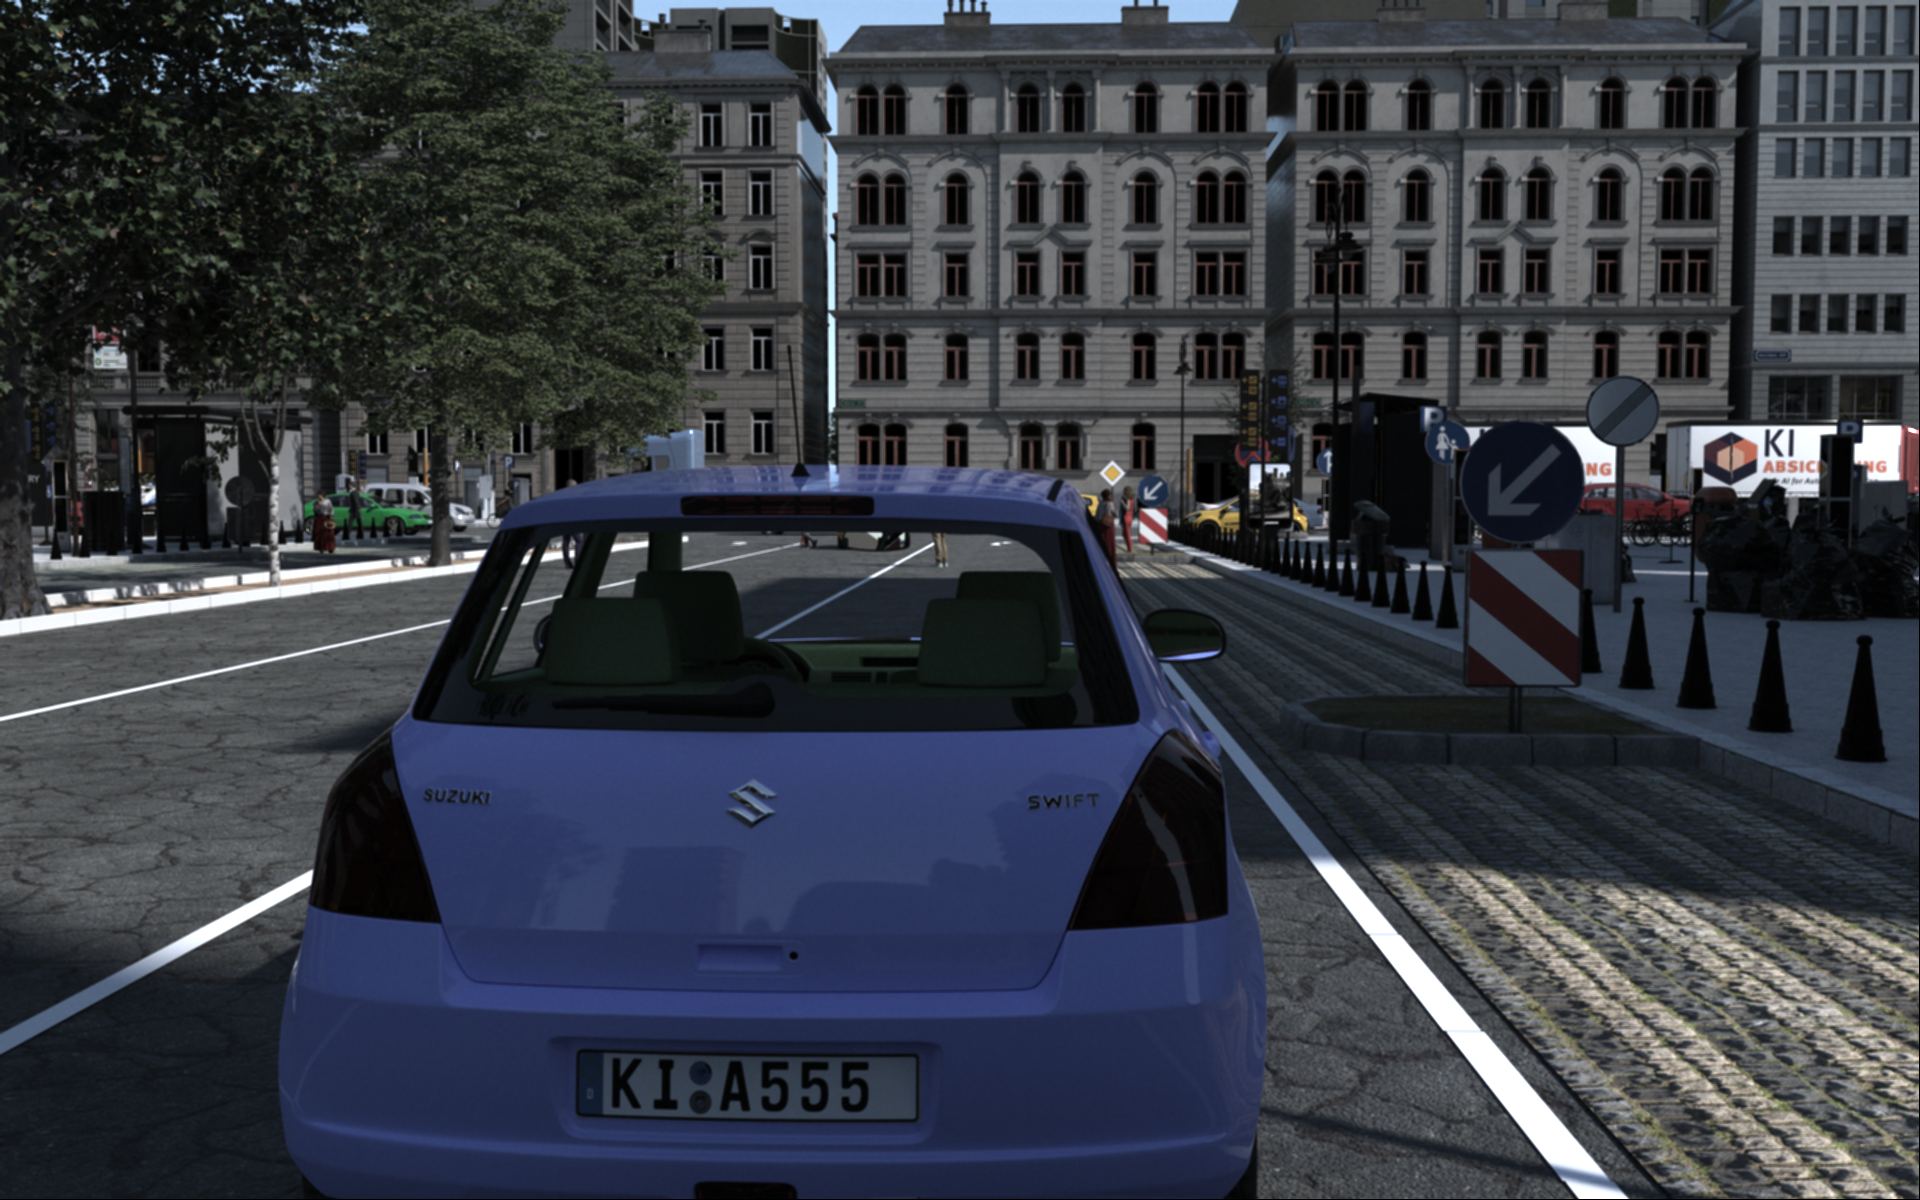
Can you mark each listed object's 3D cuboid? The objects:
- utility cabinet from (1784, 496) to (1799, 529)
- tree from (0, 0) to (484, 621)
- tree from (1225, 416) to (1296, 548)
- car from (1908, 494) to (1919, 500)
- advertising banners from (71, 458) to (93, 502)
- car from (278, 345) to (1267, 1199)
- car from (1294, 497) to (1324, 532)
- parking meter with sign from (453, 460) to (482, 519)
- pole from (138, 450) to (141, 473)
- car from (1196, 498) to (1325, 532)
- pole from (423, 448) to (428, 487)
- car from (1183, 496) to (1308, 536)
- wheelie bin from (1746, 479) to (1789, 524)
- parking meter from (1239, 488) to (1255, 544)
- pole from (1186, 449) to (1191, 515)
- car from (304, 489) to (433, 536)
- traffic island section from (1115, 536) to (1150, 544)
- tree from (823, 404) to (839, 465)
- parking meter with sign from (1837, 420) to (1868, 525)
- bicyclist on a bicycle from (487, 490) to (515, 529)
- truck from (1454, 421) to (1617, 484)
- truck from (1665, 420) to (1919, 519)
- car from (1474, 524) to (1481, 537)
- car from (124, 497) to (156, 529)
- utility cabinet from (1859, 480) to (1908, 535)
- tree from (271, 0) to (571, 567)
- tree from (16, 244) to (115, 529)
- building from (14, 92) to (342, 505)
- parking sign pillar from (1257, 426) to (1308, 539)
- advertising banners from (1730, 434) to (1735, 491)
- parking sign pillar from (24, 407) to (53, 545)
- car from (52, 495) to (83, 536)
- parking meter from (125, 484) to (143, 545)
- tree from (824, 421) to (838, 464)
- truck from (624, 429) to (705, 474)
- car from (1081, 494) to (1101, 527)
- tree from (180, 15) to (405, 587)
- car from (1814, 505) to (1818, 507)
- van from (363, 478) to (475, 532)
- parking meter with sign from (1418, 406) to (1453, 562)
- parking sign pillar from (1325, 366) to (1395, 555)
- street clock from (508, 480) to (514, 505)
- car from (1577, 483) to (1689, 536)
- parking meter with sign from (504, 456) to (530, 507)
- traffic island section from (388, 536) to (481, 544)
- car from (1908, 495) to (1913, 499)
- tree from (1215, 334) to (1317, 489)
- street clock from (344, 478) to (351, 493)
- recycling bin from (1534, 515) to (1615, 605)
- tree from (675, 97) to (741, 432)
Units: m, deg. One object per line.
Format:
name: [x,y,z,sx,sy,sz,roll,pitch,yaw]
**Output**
utility cabinet: [23.214,-2.294,48.664,0.306,1.237,1.020,0,4,7]
tree: [-10.809,-6.118,19.495,9.611,12.733,9.660,0,3,0]
tree: [7.211,-2.866,41.462,1.663,3.219,1.824,0,3,0]
car: [30.892,-2.783,55.086,3.694,1.707,1.945,0,4,3]
advertising banners: [-42.767,-5.353,83.710,0.090,3.025,2.074,2,4,28]
car: [-0.249,0.314,4.463,1.945,1.707,3.694,0,4,2]
car: [10.835,-3.090,62.527,4.499,1.417,2.014,0,4,3]
parking meter with sign: [-25.059,-5.672,88.991,1.738,3.016,0.543,0,4,7]
pole: [-38.235,-5.311,80.675,0.158,3.312,0.155,0,3,0]
car: [11.194,-3.198,64.656,4.827,1.381,2.083,0,4,1]
pole: [-23.482,-5.033,76.131,0.158,3.312,0.155,0,3,0]
car: [9.010,-2.741,55.044,3.980,1.641,2.015,0,4,2]
wheelie bin: [17.159,-1.768,36.807,0.693,1.594,0.980,0,4,3]
parking meter: [7.359,-2.364,44.360,0.255,1.863,0.399,-3,5,-40]
pole: [10.299,-5.150,78.045,0.158,3.312,0.155,0,3,0]
car: [-20.467,-3.089,59.299,4.718,1.807,1.959,0,4,1]
traffic island section: [4.486,-1.747,50.851,2.009,0.180,2.903,0,4,2]
tree: [-13.641,-13.952,162.527,7.601,10.594,8.767,-2,4,-27]
parking meter with sign: [21.523,-2.773,41.606,0.543,3.016,1.738,3,4,39]
bicyclist on a bicycle: [-18.733,-3.756,71.436,1.625,1.676,1.499,0,4,1]
truck: [19.617,-4.829,67.874,11.283,4.237,2.839,0,4,4]
truck: [33.173,-4.740,66.416,11.283,4.237,2.839,0,4,3]
car: [17.912,-2.859,55.785,4.494,1.783,2.155,0,4,1]
car: [-32.862,-3.403,68.218,3.894,1.354,1.945,0,4,2]
utility cabinet: [15.037,-1.198,28.261,0.318,1.500,1.173,0,4,7]
tree: [-10.264,-6.934,33.955,7.486,12.596,7.792,0,3,0]
tree: [-25.613,-6.014,48.688,4.360,8.622,3.978,0,3,0]
building: [-43.059,-16.383,96.736,19.941,23.489,11.050,0,4,2]
parking sign pillar: [9.285,-3.748,49.747,1.447,3.967,1.447,1,4,20]
advertising banners: [22.323,-3.295,50.054,0.090,3.025,2.074,1,4,21]
parking sign pillar: [-23.961,-3.410,44.220,1.447,3.967,1.447,0,4,-5]
car: [-31.651,-3.009,57.874,5.304,1.827,2.281,0,4,2]
parking meter: [-20.821,-2.154,43.637,0.372,1.533,0.369,0,3,0]
tree: [-12.749,-17.690,207.357,7.486,12.596,7.792,0,3,0]
truck: [-5.195,-5.032,72.034,18.799,4.110,2.967,0,4,3]
car: [3.611,-3.305,64.262,3.980,1.641,2.015,0,4,2]
tree: [-10.572,-4.518,26.688,4.360,8.622,3.978,0,3,0]
car: [33.071,-3.068,61.962,4.920,1.459,2.131,0,4,3]
van: [-20.491,-3.583,65.596,4.112,2.044,2.013,0,4,4]
parking meter with sign: [9.434,-2.277,33.494,0.543,3.016,1.738,0,4,-6]
parking sign pillar: [8.595,-2.975,37.111,1.447,3.967,1.447,1,4,12]
street clock: [-22.424,-5.034,86.868,0.471,2.002,0.358,-1,4,-11]
car: [23.075,-3.099,59.336,5.304,1.827,2.281,0,4,4]
parking meter with sign: [-20.351,-5.151,80.483,0.543,3.016,1.738,2,4,27]
traffic island section: [-15.541,-1.795,51.621,2.009,0.180,2.903,0,4,2]
car: [31.234,-2.903,59.256,4.920,1.459,2.131,0,4,2]
tree: [14.095,-7.923,79.910,4.360,8.622,3.978,0,3,0]
street clock: [-27.190,-4.430,76.993,0.358,2.002,0.471,-1,4,-21]
recycling bin: [7.239,-0.479,20.379,0.722,1.027,0.722,0,4,-7]
tree: [-9.512,-7.559,44.179,7.486,12.596,7.792,0,3,0]
